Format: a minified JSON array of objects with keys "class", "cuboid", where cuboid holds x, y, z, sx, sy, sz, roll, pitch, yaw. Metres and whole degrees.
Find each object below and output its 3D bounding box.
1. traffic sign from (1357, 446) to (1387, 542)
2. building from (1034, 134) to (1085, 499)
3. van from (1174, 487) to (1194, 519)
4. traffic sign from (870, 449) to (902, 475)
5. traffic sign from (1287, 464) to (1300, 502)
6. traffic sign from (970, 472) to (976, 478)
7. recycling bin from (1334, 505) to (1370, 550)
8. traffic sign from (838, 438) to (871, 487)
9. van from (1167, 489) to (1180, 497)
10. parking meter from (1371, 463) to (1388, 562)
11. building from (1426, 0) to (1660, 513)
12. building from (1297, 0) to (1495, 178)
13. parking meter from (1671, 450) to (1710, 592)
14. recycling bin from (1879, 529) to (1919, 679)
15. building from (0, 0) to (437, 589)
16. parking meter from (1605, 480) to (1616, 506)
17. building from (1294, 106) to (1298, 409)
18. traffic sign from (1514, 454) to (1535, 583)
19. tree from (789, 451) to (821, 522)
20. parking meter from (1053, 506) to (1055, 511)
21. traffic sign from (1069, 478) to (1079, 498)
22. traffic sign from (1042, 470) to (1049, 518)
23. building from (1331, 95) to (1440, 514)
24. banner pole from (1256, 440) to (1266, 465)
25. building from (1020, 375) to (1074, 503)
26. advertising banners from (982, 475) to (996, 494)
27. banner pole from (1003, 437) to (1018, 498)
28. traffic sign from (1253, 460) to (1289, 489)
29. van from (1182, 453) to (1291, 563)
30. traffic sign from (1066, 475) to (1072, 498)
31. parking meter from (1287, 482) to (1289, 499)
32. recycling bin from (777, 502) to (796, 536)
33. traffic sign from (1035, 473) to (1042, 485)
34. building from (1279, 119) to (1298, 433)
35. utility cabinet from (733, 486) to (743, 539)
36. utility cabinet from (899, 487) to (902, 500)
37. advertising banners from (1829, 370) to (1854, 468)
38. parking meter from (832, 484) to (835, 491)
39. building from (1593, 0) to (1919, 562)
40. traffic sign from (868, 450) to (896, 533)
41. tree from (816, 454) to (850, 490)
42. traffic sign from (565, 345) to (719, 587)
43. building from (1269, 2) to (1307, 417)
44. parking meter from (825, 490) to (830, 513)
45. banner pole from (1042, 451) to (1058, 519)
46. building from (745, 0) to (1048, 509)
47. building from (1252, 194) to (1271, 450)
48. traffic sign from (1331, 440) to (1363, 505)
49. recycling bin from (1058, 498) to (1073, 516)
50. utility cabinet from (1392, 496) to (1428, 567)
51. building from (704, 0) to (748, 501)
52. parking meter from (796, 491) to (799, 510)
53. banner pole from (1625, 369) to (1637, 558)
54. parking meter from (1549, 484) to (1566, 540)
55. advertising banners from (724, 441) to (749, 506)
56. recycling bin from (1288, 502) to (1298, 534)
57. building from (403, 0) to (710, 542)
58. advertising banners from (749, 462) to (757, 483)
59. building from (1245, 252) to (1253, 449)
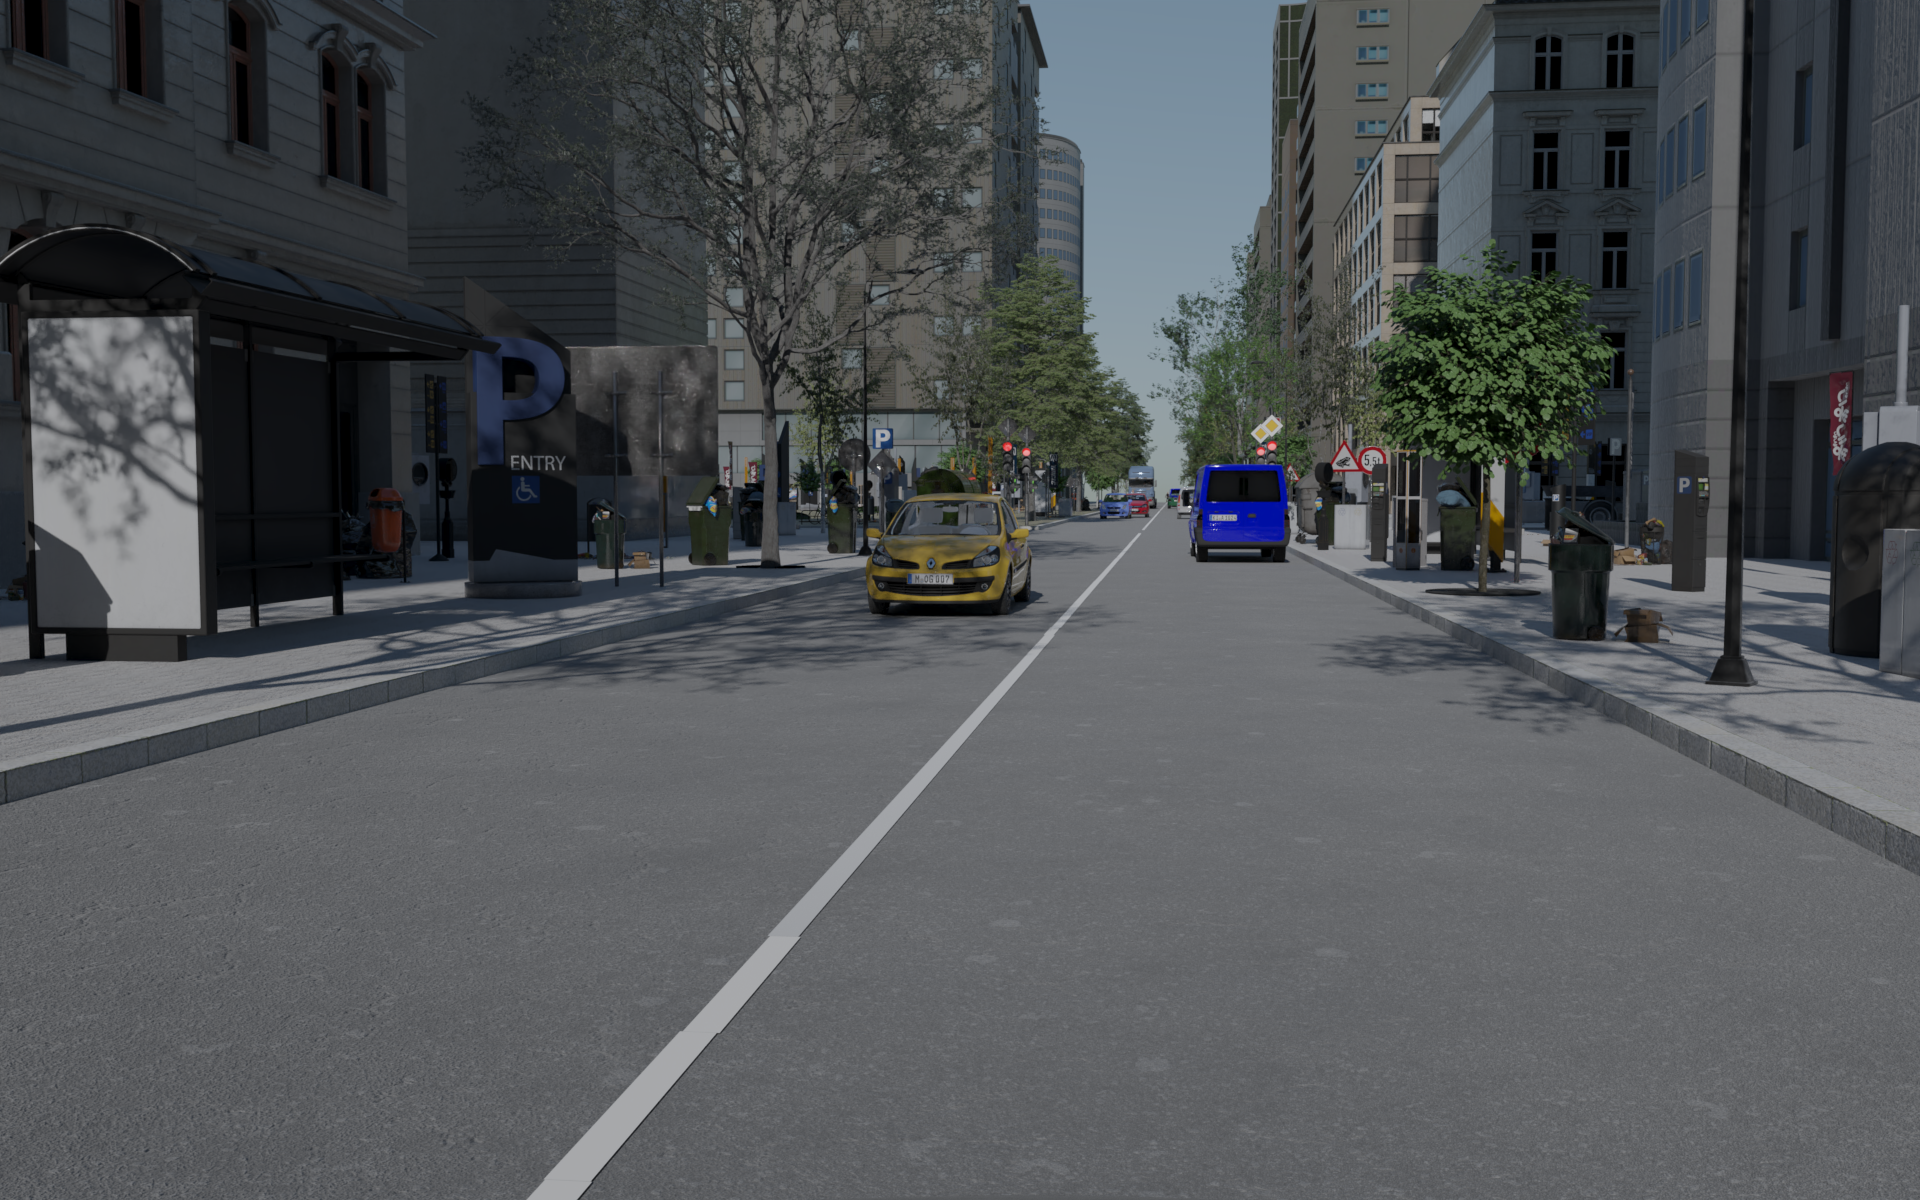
[{"class":"traffic sign","cuboid":[10.934,-2.807,46.004,0.768,2.556,0.104,1,4,9]},{"class":"building","cuboid":[8.732,-45.128,279.843,21.231,58.520,28.212,0,4,7]},{"class":"van","cuboid":[13.375,-5.693,100.100,2.013,2.044,4.112,0,4,7]},{"class":"traffic sign","cuboid":[-2.046,-2.921,47.760,0.884,2.594,0.081,0,4,7]},{"class":"traffic sign","cuboid":[13.778,-4.422,72.309,0.884,2.594,0.081,1,4,9]},{"class":"traffic sign","cuboid":[0.301,-4.436,73.712,0.795,2.450,0.064,1,4,13]},{"class":"recycling bin","cuboid":[9.138,-1.701,40.359,0.722,1.027,0.722,1,4,21]},{"class":"traffic sign","cuboid":[-2.408,-2.403,39.403,0.768,2.556,0.104,1,4,12]},{"class":"van","cuboid":[24.106,-11.479,192.060,2.240,2.365,5.245,0,4,5]},{"class":"parking meter","cuboid":[7.982,-1.666,32.953,0.255,1.863,0.399,2,4,23]},{"class":"building","cuboid":[45.574,-18.641,81.203,44.131,29.872,17.030,0,4,7]},{"class":"building","cuboid":[41.338,-32.392,153.305,21.300,48.544,21.600,0,4,7]},{"class":"parking meter","cuboid":[9.607,-1.043,22.769,0.255,1.863,0.399,-2,4,-29]},{"class":"recycling bin","cuboid":[7.008,0.022,12.188,0.722,1.027,0.722,0,4,2]},{"class":"building","cuboid":[-18.844,-14.544,25.181,14.401,28.519,23.554,0,4,7]},{"class":"parking meter","cuboid":[27.539,-4.134,73.303,0.399,1.863,0.255,3,5,43]},{"class":"building","cuboid":[46.430,-34.204,178.838,23.786,49.044,30.456,0,4,7]},{"class":"traffic sign","cuboid":[8.051,-1.521,24.969,0.768,2.556,0.104,1,4,14]},{"class":"tree","cuboid":[-6.774,-5.154,78.871,1.663,3.219,1.824,0,3,0]},{"class":"parking meter","cuboid":[7.099,-7.801,133.256,0.399,1.863,0.255,2,4,35]},{"class":"traffic sign","cuboid":[7.280,-6.629,110.510,0.606,2.300,0.079,1,4,12]},{"class":"traffic sign","cuboid":[4.716,-5.633,92.201,0.768,2.556,0.104,1,4,16]},{"class":"building","cuboid":[38.104,-19.573,124.537,19.350,26.468,34.151,0,4,7]},{"class":"banner pole","cuboid":[12.668,-5.060,72.750,0.863,3.779,0.401,0,4,-7]},{"class":"building","cuboid":[2.042,-24.957,253.079,27.650,21.520,28.899,0,4,7]},{"class":"advertising banners","cuboid":[2.114,-9.158,145.927,2.074,3.025,0.090,0,4,-2]},{"class":"banner pole","cuboid":[2.163,-5.290,76.515,0.863,3.779,0.401,-2,4,-26]},{"class":"traffic sign","cuboid":[14.957,-5.371,81.687,2.265,3.308,0.079,1,4,14]},{"class":"van","cuboid":[6.043,-2.050,37.904,2.240,2.365,5.245,0,4,6]},{"class":"traffic sign","cuboid":[7.505,-7.212,117.925,0.884,2.594,0.081,1,4,13]},{"class":"parking meter","cuboid":[13.219,-3.986,70.888,0.399,1.863,0.255,3,4,37]},{"class":"recycling bin","cuboid":[-5.594,-2.531,53.930,0.722,1.027,0.722,-3,5,-44]},{"class":"traffic sign","cuboid":[3.886,-5.467,90.572,0.795,2.450,0.064,1,4,13]},{"class":"building","cuboid":[44.785,-33.746,201.862,14.600,45.320,14.200,0,4,7]},{"class":"utility cabinet","cuboid":[-6.342,-2.503,49.597,0.318,1.500,1.173,0,4,-7]},{"class":"utility cabinet","cuboid":[-1.992,-2.653,52.053,0.318,1.500,1.173,-1,4,-11]},{"class":"advertising banners","cuboid":[12.674,-1.700,23.984,0.090,3.025,2.074,-1,4,-9]},{"class":"parking meter","cuboid":[-5.407,-4.283,75.736,0.399,1.863,0.255,-1,4,-11]},{"class":"building","cuboid":[25.634,-30.081,33.832,21.231,58.520,28.212,0,4,7]},{"class":"traffic sign","cuboid":[-2.051,-2.699,45.319,0.795,2.450,0.064,1,4,10]},{"class":"tree","cuboid":[-10.270,-9.690,142.138,4.285,4.588,4.351,0,3,0]},{"class":"traffic sign","cuboid":[-4.444,-1.837,23.902,2.265,3.308,0.079,0,4,7]},{"class":"building","cuboid":[53.892,-49.793,252.374,20.563,71.187,20.611,0,4,7]},{"class":"parking meter","cuboid":[-8.552,-6.324,111.814,0.372,1.533,0.369,0,3,0]},{"class":"banner pole","cuboid":[4.696,-6.107,89.868,0.863,3.779,0.401,0,4,-6]},{"class":"building","cuboid":[-5.628,-36.666,188.722,28.713,52.752,27.495,0,4,7]},{"class":"building","cuboid":[57.501,-39.764,273.845,21.300,48.544,21.600,0,4,7]},{"class":"traffic sign","cuboid":[9.270,-2.558,41.834,0.884,2.594,0.081,1,4,13]},{"class":"recycling bin","cuboid":[6.055,-5.317,99.491,0.722,1.027,0.722,1,4,13]},{"class":"utility cabinet","cuboid":[7.973,-1.192,30.644,0.306,1.237,1.020,2,4,33]},{"class":"building","cuboid":[-8.982,-35.000,161.483,28.713,52.752,27.495,0,4,7]},{"class":"parking meter","cuboid":[-13.385,-8.302,141.450,0.399,1.863,0.255,-1,4,-20]},{"class":"banner pole","cuboid":[13.530,-2.750,34.973,0.401,3.779,0.863,2,4,28]},{"class":"parking meter","cuboid":[15.159,-2.172,43.924,0.372,1.533,0.369,0,3,0]},{"class":"advertising banners","cuboid":[-7.496,-3.791,58.171,0.090,3.025,2.074,1,4,9]},{"class":"recycling bin","cuboid":[10.420,-2.621,55.399,0.722,1.027,0.722,0,4,2]},{"class":"building","cuboid":[-17.403,-12.387,51.680,18.267,20.994,9.793,0,4,7]},{"class":"advertising banners","cuboid":[-10.509,-5.983,94.008,2.074,3.025,0.090,-2,4,-26]},{"class":"building","cuboid":[55.233,-37.229,292.294,14.154,41.232,14.086,0,4,7]}]
